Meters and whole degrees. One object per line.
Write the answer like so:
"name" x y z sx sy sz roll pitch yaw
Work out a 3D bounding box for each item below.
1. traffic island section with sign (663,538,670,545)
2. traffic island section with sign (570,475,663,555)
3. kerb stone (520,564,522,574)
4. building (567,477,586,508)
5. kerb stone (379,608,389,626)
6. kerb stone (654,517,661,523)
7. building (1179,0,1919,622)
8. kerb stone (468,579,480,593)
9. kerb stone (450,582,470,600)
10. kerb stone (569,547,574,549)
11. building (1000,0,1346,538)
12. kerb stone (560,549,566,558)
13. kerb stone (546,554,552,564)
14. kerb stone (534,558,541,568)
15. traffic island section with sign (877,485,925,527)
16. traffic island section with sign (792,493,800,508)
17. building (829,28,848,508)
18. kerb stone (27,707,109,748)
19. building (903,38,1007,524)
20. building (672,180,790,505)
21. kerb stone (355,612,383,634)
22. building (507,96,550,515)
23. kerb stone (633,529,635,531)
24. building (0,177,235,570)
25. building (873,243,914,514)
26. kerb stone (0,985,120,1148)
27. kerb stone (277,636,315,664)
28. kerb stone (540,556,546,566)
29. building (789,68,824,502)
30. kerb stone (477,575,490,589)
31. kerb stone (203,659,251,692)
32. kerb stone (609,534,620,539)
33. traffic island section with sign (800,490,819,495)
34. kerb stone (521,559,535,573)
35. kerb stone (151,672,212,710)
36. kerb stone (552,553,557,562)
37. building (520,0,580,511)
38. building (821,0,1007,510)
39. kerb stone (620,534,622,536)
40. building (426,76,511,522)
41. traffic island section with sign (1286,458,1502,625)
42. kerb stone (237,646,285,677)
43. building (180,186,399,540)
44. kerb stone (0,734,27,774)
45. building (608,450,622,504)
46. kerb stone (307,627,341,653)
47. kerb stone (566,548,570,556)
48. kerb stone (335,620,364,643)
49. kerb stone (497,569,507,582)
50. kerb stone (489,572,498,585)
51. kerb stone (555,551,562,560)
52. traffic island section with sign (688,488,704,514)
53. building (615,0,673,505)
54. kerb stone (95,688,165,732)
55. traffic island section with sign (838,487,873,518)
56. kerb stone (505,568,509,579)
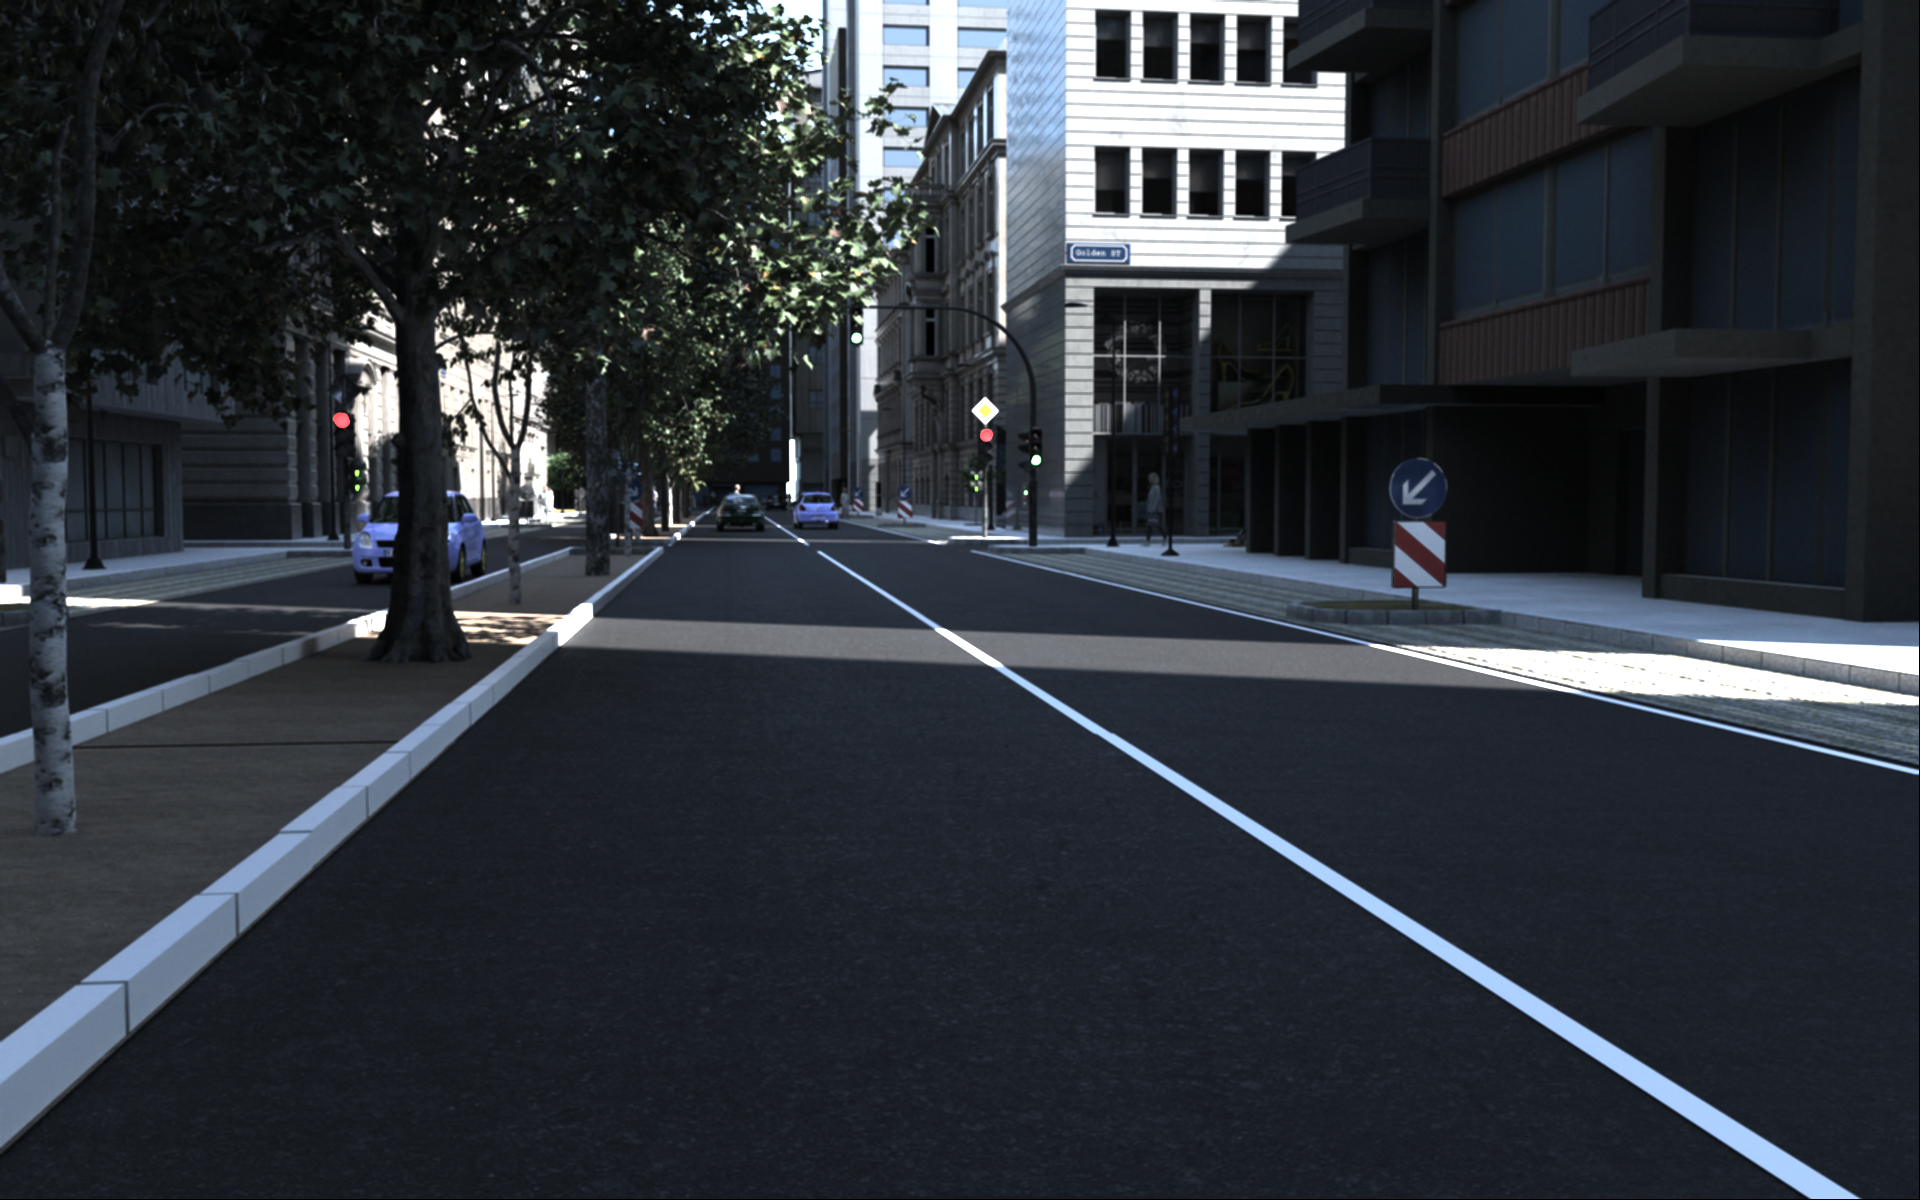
"traffic island section with sign" -9.210 -2.485 48.759 2.006 1.907 1.989 0 4 -8
"traffic island section with sign" -8.239 -2.035 41.415 2.006 1.907 1.989 0 4 -8
"kerb stone" -7.792 -0.487 30.177 0.120 0.150 1.000 0 4 -8
"building" -39.854 -23.567 157.019 14.160 30.474 14.107 0 4 -8
"kerb stone" -6.303 0.201 18.965 0.120 0.150 1.000 0 4 -8
"kerb stone" -16.005 -4.246 91.657 0.120 0.150 1.000 0 4 -8
"building" 17.458 -22.680 25.444 22.147 44.769 28.867 0 4 -8
"kerb stone" -7.118 -0.171 25.067 0.120 0.150 1.000 0 4 -8
"kerb stone" -6.983 -0.114 24.054 0.120 0.150 1.000 0 4 -8
"kerb stone" -9.156 -1.109 40.342 0.120 0.150 1.000 0 4 -8
"building" 16.953 -17.107 57.196 29.804 29.767 11.434 0 4 -8
"kerb stone" -8.877 -0.986 38.313 0.120 0.150 1.000 0 4 -8
"kerb stone" -8.473 -0.799 35.261 0.120 0.150 1.000 0 4 -8
"kerb stone" -8.211 -0.675 33.224 0.120 0.150 1.000 0 4 -8
"traffic island section with sign" -2.588 -4.083 75.387 1.989 1.847 2.006 0 4 -8
"traffic island section with sign" -16.351 -10.388 178.473 1.989 1.847 2.006 0 4 -8
"building" -5.075 -31.520 165.464 14.600 45.320 14.200 0 4 -8
"kerb stone" -5.077 0.759 9.812 0.120 0.150 1.000 0 4 -8
"building" 4.404 -16.548 89.652 14.460 24.649 34.723 0 4 -8
"building" -28.440 -34.483 213.910 14.200 45.320 14.600 0 4 -8
"kerb stone" -6.167 0.261 17.952 0.120 0.150 1.000 0 4 -8
"building" -31.986 -19.272 102.494 14.401 28.519 23.554 0 4 -8
"kerb stone" -13.289 -3.006 71.336 0.120 0.150 1.000 0 4 -8
"building" -22.855 -21.403 33.528 14.086 41.232 14.154 0 4 -8
"building" -0.204 -15.407 116.532 10.561 19.102 19.286 0 4 -8
"kerb stone" -2.186 1.112 4.047 0.120 0.150 1.000 0 4 -8
"kerb stone" -5.755 0.447 14.899 0.120 0.150 1.000 0 4 -8
"kerb stone" -8.348 -0.737 34.247 0.120 0.150 1.000 0 4 -8
"building" -8.705 -38.786 223.397 27.495 52.752 28.713 0 4 -8
"kerb stone" -7.248 -0.237 26.092 0.120 0.150 1.000 0 4 -8
"kerb stone" -5.482 0.579 12.856 0.120 0.150 1.000 0 4 -8
"kerb stone" -11.386 -2.131 57.119 0.120 0.150 1.000 0 4 -8
"traffic island section with sign" -12.780 -8.754 151.754 1.989 1.847 2.006 0 4 -8
"kerb stone" -8.064 -0.612 32.208 0.120 0.150 1.000 0 4 -8
"kerb stone" -5.348 0.633 11.843 0.120 0.150 1.000 0 4 -8
"kerb stone" -8.614 -0.859 36.274 0.120 0.150 1.000 0 4 -8
"building" -43.418 -33.347 134.468 28.713 52.752 27.495 0 4 -8
"building" -4.334 -39.457 187.117 21.231 58.520 28.212 0 4 -8
"kerb stone" -11.526 -2.198 58.132 0.120 0.150 1.000 0 4 -8
"building" -27.605 -17.185 78.235 12.463 27.353 25.104 0 4 -8
"traffic island section with sign" 4.835 -0.683 19.802 1.989 1.847 2.006 0 4 -8
"kerb stone" -5.624 0.509 13.878 0.120 0.150 1.000 0 4 -8
"building" -24.587 -13.896 56.075 11.050 23.489 19.941 0 4 -8
"kerb stone" -4.941 0.819 8.799 0.120 0.150 1.000 0 4 -8
"building" -47.915 -29.876 180.357 23.993 40.220 32.217 0 4 -8
"kerb stone" -5.891 0.383 15.926 0.120 0.150 1.000 0 4 -8
"kerb stone" -9.014 -1.048 39.328 0.120 0.150 1.000 0 4 -8
"kerb stone" -6.027 0.327 16.939 0.120 0.150 1.000 0 4 -8
"kerb stone" -7.521 -0.363 28.124 0.120 0.150 1.000 0 4 -8
"kerb stone" -7.393 -0.300 27.106 0.120 0.150 1.000 0 4 -8
"kerb stone" -8.737 -0.924 37.295 0.120 0.150 1.000 0 4 -8
"traffic island section with sign" -19.163 -7.040 123.238 2.006 1.907 1.989 0 4 -8
"building" -51.291 -55.068 213.038 31.000 86.520 22.319 0 4 -8
"kerb stone" -5.212 0.695 10.827 0.120 0.150 1.000 0 4 -8
"traffic island section with sign" -6.182 -5.732 102.338 1.989 1.847 2.006 0 4 -8
"kerb stone" -7.659 -0.425 29.150 0.120 0.150 1.000 0 4 -8
